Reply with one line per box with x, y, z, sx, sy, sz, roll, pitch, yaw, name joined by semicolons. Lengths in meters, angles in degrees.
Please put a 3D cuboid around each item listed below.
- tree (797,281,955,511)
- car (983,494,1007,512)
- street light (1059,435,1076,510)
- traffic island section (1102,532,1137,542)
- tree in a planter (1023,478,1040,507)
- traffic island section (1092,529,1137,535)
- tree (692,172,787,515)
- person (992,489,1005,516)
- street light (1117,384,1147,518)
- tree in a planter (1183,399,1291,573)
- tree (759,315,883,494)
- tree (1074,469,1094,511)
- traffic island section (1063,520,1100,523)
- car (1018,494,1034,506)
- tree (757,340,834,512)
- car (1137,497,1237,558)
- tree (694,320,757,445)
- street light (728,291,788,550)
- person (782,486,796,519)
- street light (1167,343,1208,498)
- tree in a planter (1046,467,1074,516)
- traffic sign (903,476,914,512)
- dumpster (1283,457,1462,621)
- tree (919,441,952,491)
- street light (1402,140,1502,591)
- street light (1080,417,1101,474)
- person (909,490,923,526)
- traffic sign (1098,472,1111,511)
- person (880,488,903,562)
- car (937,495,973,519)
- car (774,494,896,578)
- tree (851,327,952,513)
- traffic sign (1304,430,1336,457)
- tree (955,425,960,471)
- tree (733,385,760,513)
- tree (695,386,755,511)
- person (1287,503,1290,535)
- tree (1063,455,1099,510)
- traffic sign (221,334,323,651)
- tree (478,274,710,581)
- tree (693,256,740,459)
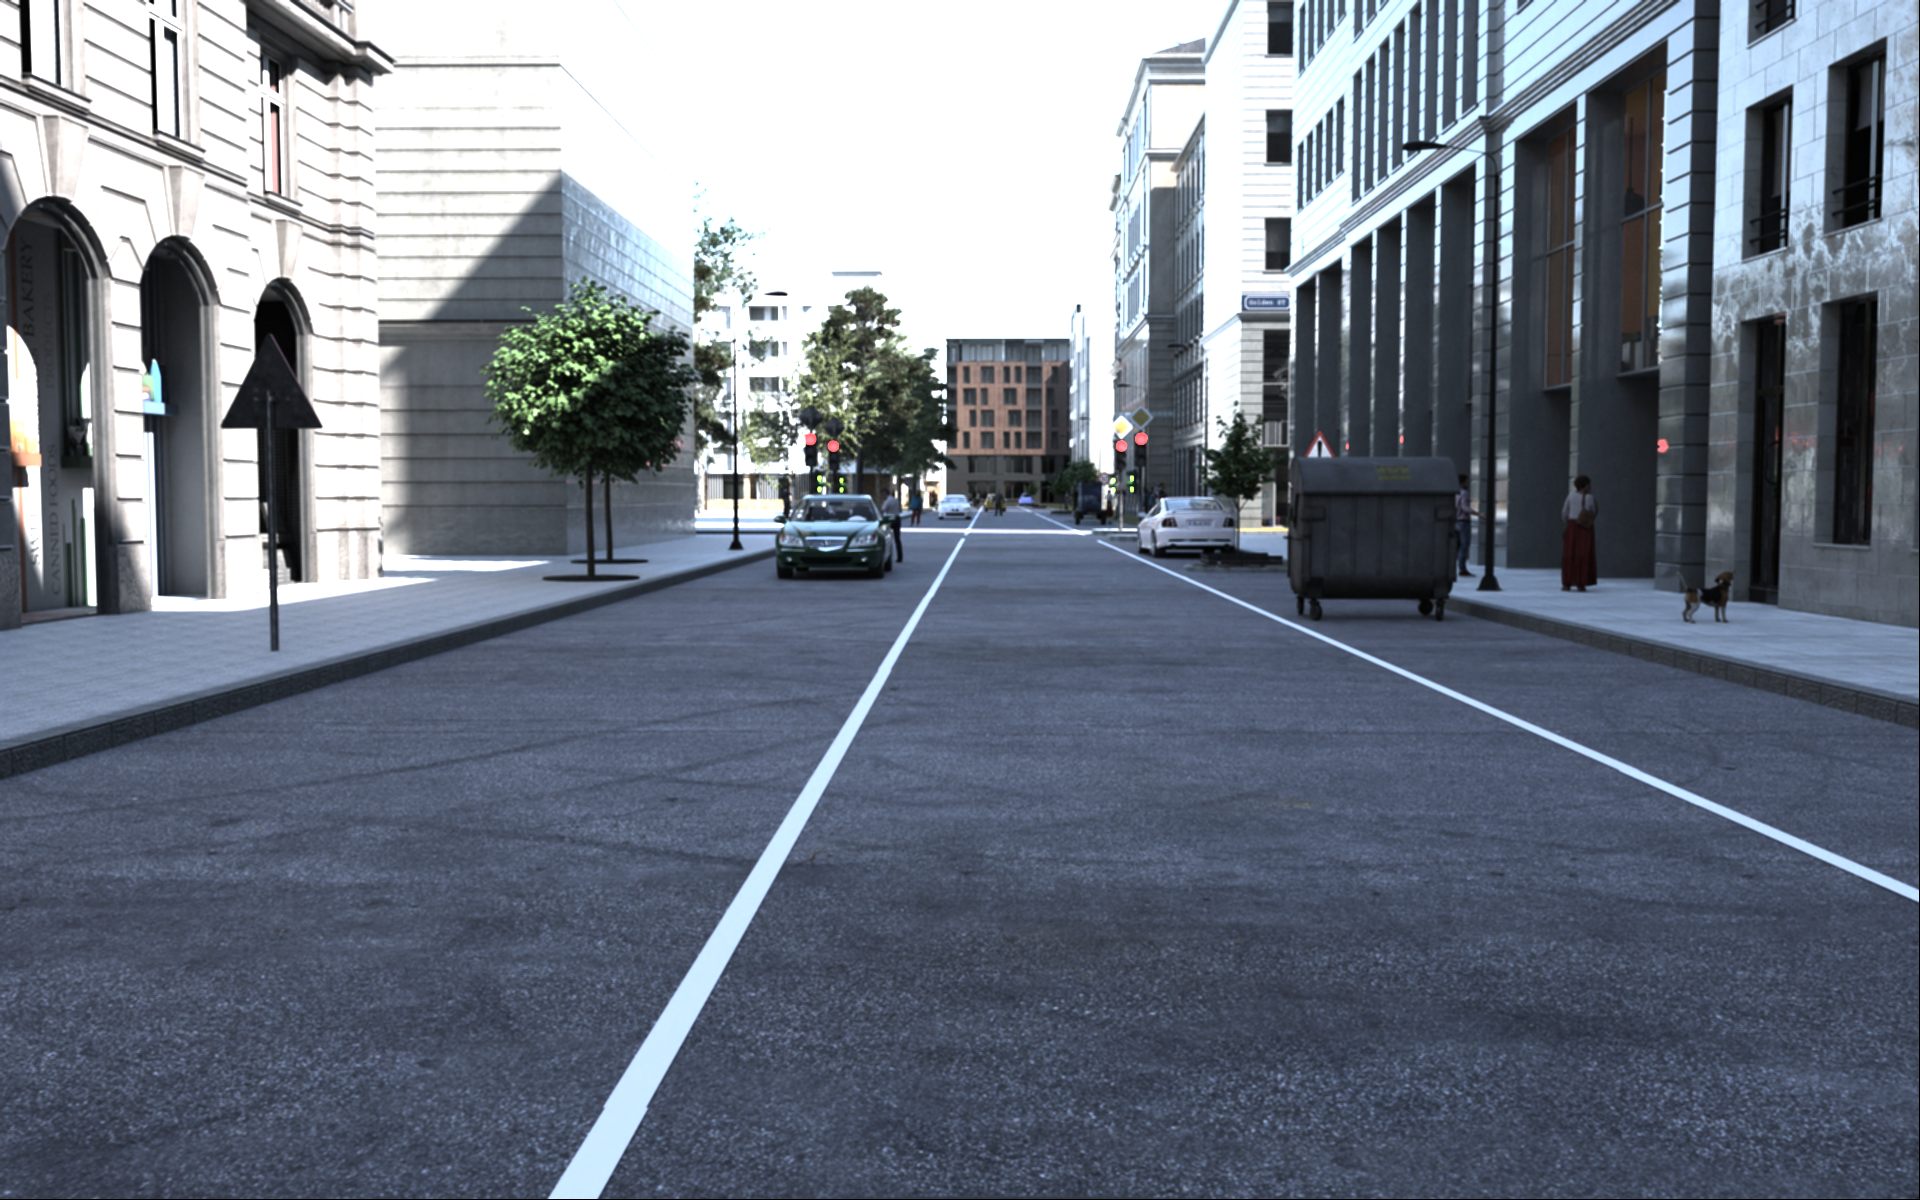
-5.166;-10.207;88.941;6.751;12.117;7.091;0;3;0;tree
2.876;-8.073;142.224;2.015;1.641;3.980;0;4;0;car
8.457;-10.017;136.314;1.470;5.913;1.316;0;4;1;street light
5.600;-1.923;53.718;2.009;0.180;2.903;0;4;1;traffic island section
7.986;-11.865;191.209;1.991;3.239;1.994;0;4;1;tree in a planter
5.738;-2.411;61.702;2.009;0.180;2.903;0;4;1;traffic island section
-16.697;-15.206;104.512;12.611;20.169;13.585;0;3;0;tree
2.523;-6.412;113.881;0.990;1.755;0.434;2;4;35;person
7.315;-6.157;73.205;1.470;5.913;1.316;0;4;1;street light
5.237;-2.158;32.506;1.991;3.239;1.994;0;4;1;tree in a planter
-5.499;-7.465;72.408;4.737;8.622;4.395;0;3;0;tree
9.500;-8.366;131.380;1.663;3.219;1.824;0;3;0;tree
6.179;-3.943;87.328;1.991;0.108;1.994;0;4;1;traffic island section
8.018;-12.218;209.351;1.945;1.707;3.694;0;4;0;car
-8.107;-8.029;81.641;4.360;8.622;3.978;0;3;0;tree
5.243;-1.711;40.335;2.083;1.381;4.827;0;4;-1;car
-11.589;-7.473;72.546;4.360;8.622;3.978;0;3;0;tree
-4.629;-4.114;39.812;1.470;5.913;1.316;0;4;1;street light
-8.579;-4.902;86.986;0.742;1.727;0.445;0;4;2;person
7.070;-4.956;53.566;1.470;5.913;1.316;0;4;1;street light
6.658;-7.164;114.355;1.991;3.239;1.994;0;4;1;tree in a planter
-3.667;-7.555;123.632;0.768;2.556;0.104;0;4;4;traffic sign
4.742;-0.723;20.036;1.865;1.857;1.264;0;4;2;dumpster
-3.101;-12.660;157.352;4.360;8.622;3.978;0;3;0;tree
6.507;-3.081;22.909;1.470;5.913;1.316;0;4;1;street light
7.939;-8.102;105.017;1.470;5.913;1.316;0;4;1;street light
-1.952;-4.108;77.368;0.593;1.614;0.444;2;4;31;person
8.401;-6.164;100.892;0.768;2.556;0.104;0;4;6;traffic sign
-1.510;-1.570;36.389;0.590;1.554;0.614;2;4;33;person
-0.304;-5.307;99.135;2.083;1.381;4.827;0;4;-1;car
-2.186;-1.169;30.913;2.131;1.459;4.920;0;4;1;car
-4.321;-12.247;118.372;7.486;12.596;7.792;0;3;0;tree
7.300;-2.153;35.206;0.884;2.594;0.081;1;4;11;traffic sign
-3.521;-12.963;134.001;6.751;12.117;7.091;0;3;0;tree
-13.497;-10.154;116.377;4.737;8.622;4.395;0;3;0;tree
-18.850;-11.933;129.516;8.767;10.594;7.601;1;4;17;tree
5.620;-1.095;28.676;0.388;1.546;0.482;-2;4;-26;person
10.161;-9.831;144.456;4.285;4.588;4.351;0;3;0;tree
-5.607;-0.862;14.101;0.884;2.594;0.081;1;4;9;traffic sign
-5.484;-2.587;26.019;4.285;4.588;4.351;0;3;0;tree
-11.798;-8.755;65.200;6.751;12.117;7.091;0;3;0;tree
